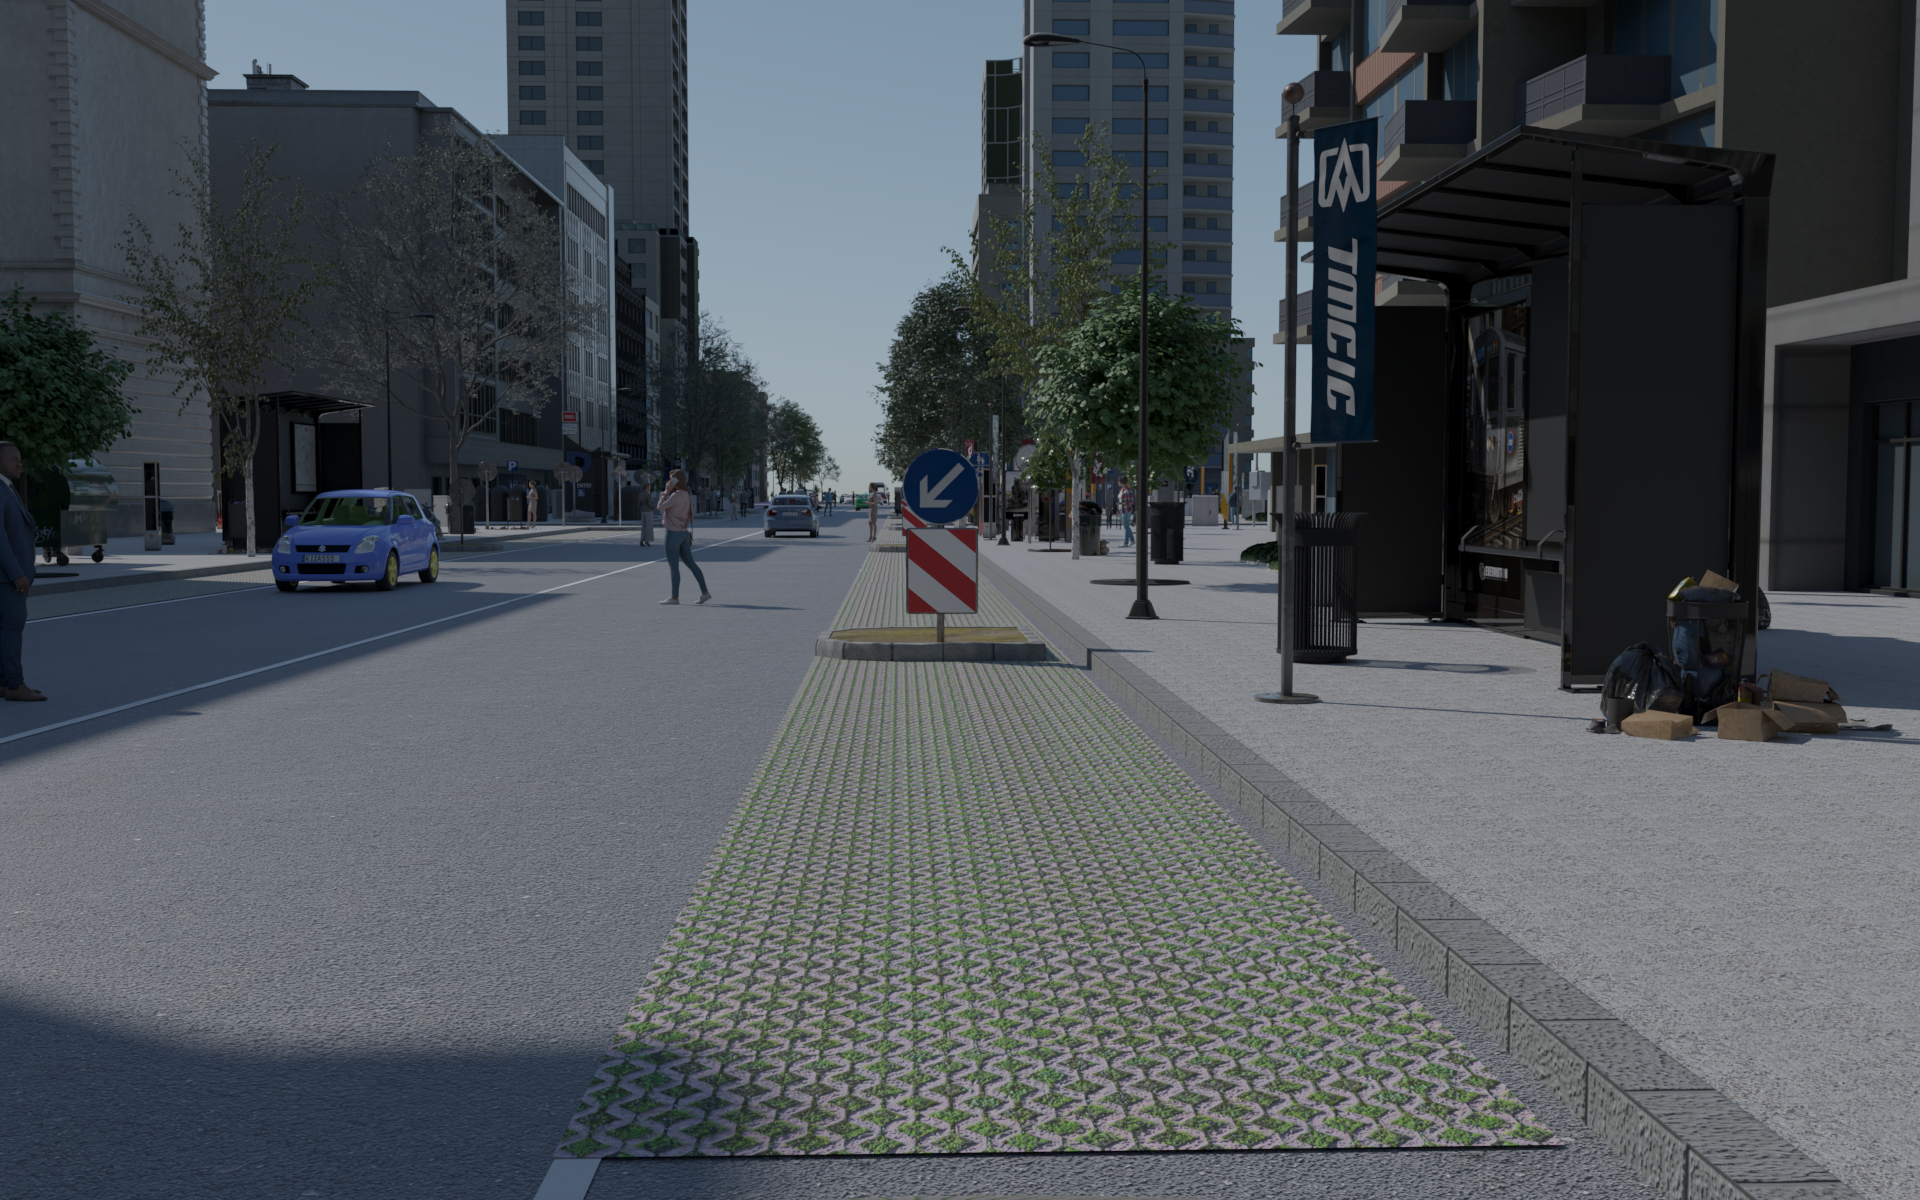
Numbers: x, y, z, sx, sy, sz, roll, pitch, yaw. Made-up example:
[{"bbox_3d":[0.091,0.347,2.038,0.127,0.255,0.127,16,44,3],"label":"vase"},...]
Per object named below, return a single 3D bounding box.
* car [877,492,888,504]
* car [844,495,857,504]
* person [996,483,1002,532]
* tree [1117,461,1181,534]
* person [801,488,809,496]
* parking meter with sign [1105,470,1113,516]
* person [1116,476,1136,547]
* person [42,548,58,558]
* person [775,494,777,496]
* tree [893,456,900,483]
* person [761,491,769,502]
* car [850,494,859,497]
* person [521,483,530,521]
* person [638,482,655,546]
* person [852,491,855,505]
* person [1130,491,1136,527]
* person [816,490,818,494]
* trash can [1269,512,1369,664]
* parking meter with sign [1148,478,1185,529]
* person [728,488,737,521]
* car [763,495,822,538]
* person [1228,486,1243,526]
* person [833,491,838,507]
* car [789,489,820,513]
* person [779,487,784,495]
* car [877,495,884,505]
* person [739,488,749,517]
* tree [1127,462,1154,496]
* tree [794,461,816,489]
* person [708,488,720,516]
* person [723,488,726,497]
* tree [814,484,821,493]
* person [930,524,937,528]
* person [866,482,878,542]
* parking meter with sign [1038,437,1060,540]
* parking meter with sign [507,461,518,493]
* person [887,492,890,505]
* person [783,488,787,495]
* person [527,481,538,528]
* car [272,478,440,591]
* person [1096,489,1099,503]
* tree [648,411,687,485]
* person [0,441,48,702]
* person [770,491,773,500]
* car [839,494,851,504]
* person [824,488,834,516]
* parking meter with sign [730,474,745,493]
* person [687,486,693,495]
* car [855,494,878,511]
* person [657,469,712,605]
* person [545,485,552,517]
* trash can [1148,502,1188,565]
[{"bbox_3d":[-11.902,-15.274,258.396,2.281,1.827,5.304,0,4,-1],"label":"car"},{"bbox_3d":[-15.597,-14.419,248.118,2.083,1.381,4.827,0,4,-2],"label":"car"},{"bbox_3d":[1.205,-3.199,58.624,0.850,1.792,0.678,-3,5,-43],"label":"person"},{"bbox_3d":[6.014,-3.737,55.709,1.663,3.219,1.824,0,3,0],"label":"tree"},{"bbox_3d":[-9.793,-6.186,109.820,0.466,1.800,0.511,1,4,21],"label":"person"},{"bbox_3d":[8.685,-6.414,101.122,0.543,3.016,1.738,0,4,3],"label":"parking meter with sign"},{"bbox_3d":[4.034,-2.145,41.948,0.643,1.720,0.563,-1,4,-17],"label":"person"},{"bbox_3d":[-18.290,-1.812,35.025,0.474,1.900,0.648,2,4,31],"label":"person"},{"bbox_3d":[-16.247,-8.609,152.490,0.421,1.427,0.697,-1,4,-22],"label":"person"},{"bbox_3d":[-7.867,-22.172,296.923,8.767,10.594,7.601,-3,5,-41],"label":"tree"},{"bbox_3d":[-31.539,-16.780,280.398,1.348,1.824,0.705,-1,4,-23],"label":"person"},{"bbox_3d":[-16.551,-16.051,271.480,2.155,1.783,4.494,0,4,0],"label":"car"},{"bbox_3d":[-20.553,-4.622,81.882,0.793,1.790,0.793,0,4,3],"label":"person"},{"bbox_3d":[-8.543,-2.346,47.409,0.519,1.759,0.362,3,5,40],"label":"person"},{"bbox_3d":[-13.531,-12.893,219.322,0.705,1.821,1.348,0,4,1],"label":"person"},{"bbox_3d":[6.955,-3.736,67.544,0.576,1.772,0.534,3,5,44],"label":"person"},{"bbox_3d":[-13.107,-9.149,158.080,0.705,1.824,1.348,-1,4,-14],"label":"person"},{"bbox_3d":[2.743,-0.100,13.282,0.748,1.137,0.748,0,3,0],"label":"trash can"},{"bbox_3d":[7.598,-4.182,64.641,1.738,3.016,0.543,-1,4,-14],"label":"parking meter with sign"},{"bbox_3d":[-12.290,-5.187,93.863,0.519,1.759,0.362,-1,4,-20],"label":"person"},{"bbox_3d":[-5.661,-2.839,58.420,2.014,1.417,4.499,0,4,-3],"label":"car"},{"bbox_3d":[11.506,-3.885,72.364,0.623,1.781,0.721,-1,4,-20],"label":"person"},{"bbox_3d":[-14.022,-11.402,194.917,0.705,1.824,1.348,-2,4,-32],"label":"person"},{"bbox_3d":[-11.921,-7.595,132.849,2.281,1.827,5.304,0,4,0],"label":"car"},{"bbox_3d":[-9.064,-4.867,88.263,0.419,1.800,0.721,-1,4,-11],"label":"person"},{"bbox_3d":[-10.974,-13.023,225.290,2.083,1.381,4.827,0,4,-1],"label":"car"},{"bbox_3d":[-13.441,-6.062,107.795,0.592,1.802,0.473,1,4,11],"label":"person"},{"bbox_3d":[10.486,-8.720,92.930,4.360,8.622,3.978,0,3,0],"label":"tree"},{"bbox_3d":[-21.765,-17.711,239.930,4.737,8.622,4.395,0,3,0],"label":"tree"},{"bbox_3d":[-14.728,-5.789,103.253,0.694,1.812,0.767,-2,4,-31],"label":"person"},{"bbox_3d":[-19.169,-8.201,140.382,0.529,1.795,0.600,2,4,32],"label":"person"},{"bbox_3d":[-24.163,-18.086,290.299,1.663,3.219,1.824,0,3,0],"label":"tree"},{"bbox_3d":[-0.729,-2.063,47.242,0.505,1.210,0.382,1,4,20],"label":"person"},{"bbox_3d":[-2.646,-2.626,51.771,0.374,1.781,0.599,0,4,-6],"label":"person"},{"bbox_3d":[2.520,-3.207,48.691,0.543,3.016,1.738,0,4,-5],"label":"parking meter with sign"},{"bbox_3d":[-23.587,-5.825,91.495,0.543,3.016,1.738,-1,4,-12],"label":"parking meter with sign"},{"bbox_3d":[-9.140,-12.909,220.279,0.721,1.735,1.217,-1,4,-13],"label":"person"},{"bbox_3d":[-10.979,-6.130,108.827,0.635,1.810,0.391,3,4,37],"label":"person"},{"bbox_3d":[-16.144,-3.599,65.220,0.374,1.781,0.599,-2,4,-34],"label":"person"},{"bbox_3d":[-9.276,-1.047,26.707,1.945,1.707,3.694,0,4,-3],"label":"car"},{"bbox_3d":[12.436,-9.351,159.647,0.721,1.735,1.217,3,4,39],"label":"person"},{"bbox_3d":[-24.398,-11.932,145.456,4.360,8.622,3.978,0,3,0],"label":"tree"},{"bbox_3d":[-6.679,-0.211,12.135,0.419,1.800,0.721,-2,4,-31],"label":"person"},{"bbox_3d":[-32.982,-18.230,303.963,0.709,1.838,0.599,-1,4,-17],"label":"person"},{"bbox_3d":[-17.293,-15.312,262.148,2.131,1.459,4.920,0,4,-2],"label":"car"},{"bbox_3d":[-8.472,-6.323,111.749,0.638,1.841,0.748,-2,4,-33],"label":"person"},{"bbox_3d":[-19.588,-9.448,150.731,1.738,3.016,0.543,1,4,9],"label":"parking meter with sign"},{"bbox_3d":[-17.165,-6.346,109.986,0.709,1.800,0.728,-1,4,-11],"label":"person"},{"bbox_3d":[-8.000,-8.533,148.305,1.959,1.807,4.718,0,3,0],"label":"car"},{"bbox_3d":[-3.576,-0.818,22.466,0.643,1.750,0.593,1,4,15],"label":"person"},{"bbox_3d":[-22.961,-5.499,96.056,0.694,1.812,0.767,0,4,7],"label":"person"},{"bbox_3d":[3.783,-1.223,31.642,0.748,1.137,0.748,0,3,0],"label":"trash can"}]
